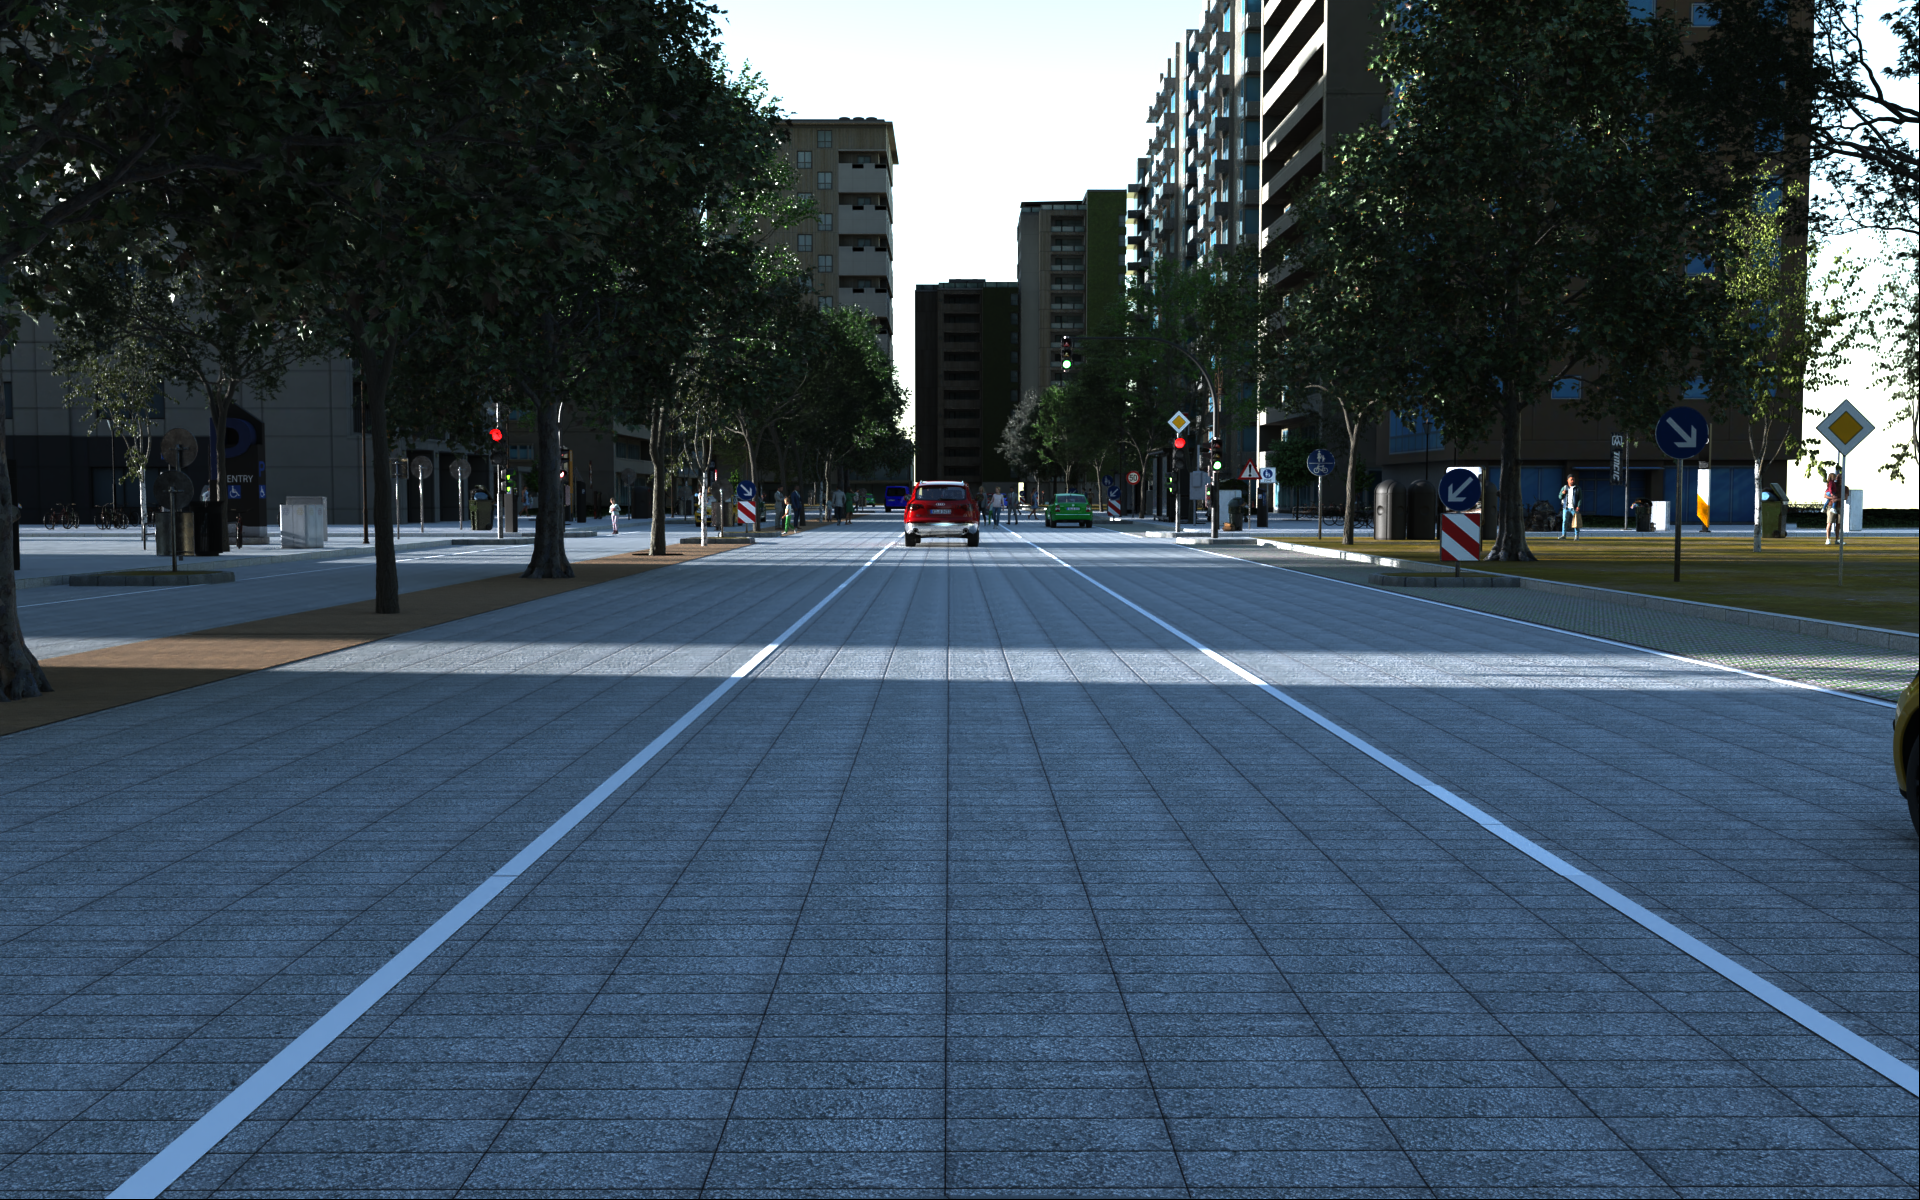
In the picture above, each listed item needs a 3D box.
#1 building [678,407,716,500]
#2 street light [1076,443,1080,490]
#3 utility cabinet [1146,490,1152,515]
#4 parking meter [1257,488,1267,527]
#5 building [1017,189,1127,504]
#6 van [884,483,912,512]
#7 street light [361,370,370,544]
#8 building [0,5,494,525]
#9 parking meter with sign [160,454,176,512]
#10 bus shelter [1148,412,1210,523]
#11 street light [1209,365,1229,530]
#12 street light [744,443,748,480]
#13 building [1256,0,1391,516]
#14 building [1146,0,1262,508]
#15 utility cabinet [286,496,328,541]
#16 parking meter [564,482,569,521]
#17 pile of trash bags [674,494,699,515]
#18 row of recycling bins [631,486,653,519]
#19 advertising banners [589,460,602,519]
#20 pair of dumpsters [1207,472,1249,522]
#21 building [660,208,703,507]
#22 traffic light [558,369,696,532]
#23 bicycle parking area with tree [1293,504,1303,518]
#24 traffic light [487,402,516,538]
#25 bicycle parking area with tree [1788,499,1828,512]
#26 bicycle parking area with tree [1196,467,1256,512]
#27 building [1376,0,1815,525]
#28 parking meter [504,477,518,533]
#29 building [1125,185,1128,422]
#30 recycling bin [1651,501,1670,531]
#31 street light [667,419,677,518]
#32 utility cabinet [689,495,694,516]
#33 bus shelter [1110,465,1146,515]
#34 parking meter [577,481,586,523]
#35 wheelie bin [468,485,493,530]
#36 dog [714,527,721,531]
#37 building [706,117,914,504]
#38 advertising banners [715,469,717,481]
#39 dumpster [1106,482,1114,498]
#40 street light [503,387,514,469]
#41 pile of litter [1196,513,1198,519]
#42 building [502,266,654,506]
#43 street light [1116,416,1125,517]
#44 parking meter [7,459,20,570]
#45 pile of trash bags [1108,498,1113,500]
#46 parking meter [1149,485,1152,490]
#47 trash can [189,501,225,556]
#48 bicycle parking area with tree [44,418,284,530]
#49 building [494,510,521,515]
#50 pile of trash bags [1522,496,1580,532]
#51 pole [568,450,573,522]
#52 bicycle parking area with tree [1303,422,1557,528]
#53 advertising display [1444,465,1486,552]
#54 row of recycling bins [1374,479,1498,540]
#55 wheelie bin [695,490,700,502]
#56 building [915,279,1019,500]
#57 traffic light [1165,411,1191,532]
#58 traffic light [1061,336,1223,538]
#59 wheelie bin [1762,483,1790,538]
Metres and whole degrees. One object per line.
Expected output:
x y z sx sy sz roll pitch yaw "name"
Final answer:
-48.665 -24.240 241.366 28.899 21.520 27.650 0 4 0 "building"
8.964 -9.773 132.574 0.468 5.910 1.993 0 4 0 "street light"
11.900 -5.899 105.132 1.173 1.500 0.318 1 4 17 "utility cabinet"
11.732 -3.601 67.291 0.372 1.533 0.369 0 3 0 "parking meter"
14.921 -33.703 234.644 14.086 41.232 14.154 0 4 0 "building"
-4.905 -8.142 137.503 2.240 2.365 5.245 0 4 1 "van"
-15.378 -4.396 44.665 0.468 5.910 1.993 0 4 0 "street light"
-33.720 -39.301 80.826 20.563 71.187 20.611 0 4 0 "building"
-27.682 -3.936 60.609 0.543 3.016 1.738 -2 4 -28 "parking meter with sign"
10.171 -6.394 82.178 2.179 5.291 8.768 0 4 0 "bus shelter"
9.291 -5.473 62.277 0.468 5.910 1.993 0 4 0 "street light"
-15.860 -9.566 129.187 0.468 5.910 1.993 0 4 0 "street light"
31.292 -29.646 108.421 21.300 48.544 21.600 0 4 0 "building"
31.459 -34.441 182.725 23.786 49.044 30.456 0 4 0 "building"
-17.704 -2.190 46.968 1.020 1.237 0.306 0 4 6 "utility cabinet"
-18.646 -4.647 81.688 0.255 1.863 0.399 1 4 20 "parking meter"
-16.310 -5.914 106.448 1.912 1.369 3.447 -2 4 -29 "pile of trash bags"
-16.848 -5.174 91.701 1.069 1.692 3.534 0 4 -4 "row of recycling bins"
-18.758 -5.682 89.083 0.090 3.025 2.074 -2 4 -28 "advertising banners"
12.406 -4.761 80.342 1.574 2.255 4.437 0 4 0 "pair of dumpsters"
-39.660 -29.959 181.706 23.993 40.220 32.217 0 4 0 "building"
-11.251 -5.103 58.103 4.771 5.953 1.251 0 4 0 "traffic light"
22.106 -6.407 91.755 8.231 4.147 9.016 -2 4 -32 "bicycle parking area with tree"
-13.294 -3.740 50.070 0.839 4.253 0.868 0 4 0 "traffic light"
53.606 -7.861 115.521 9.016 4.147 8.231 1 4 17 "bicycle parking area with tree"
19.876 -8.535 126.548 8.231 4.147 9.016 1 4 22 "bicycle parking area with tree"
27.518 -26.107 76.965 14.200 45.320 14.600 0 4 0 "building"
-14.990 -3.189 57.858 0.399 1.863 0.255 1 4 23 "parking meter"
37.812 -37.881 238.967 30.456 49.044 23.786 0 4 0 "building"
24.462 -2.946 60.721 0.722 1.027 0.722 2 4 30 "recycling bin"
-15.699 -7.440 94.426 0.468 5.910 1.993 0 4 0 "street light"
-16.126 -5.671 103.883 0.306 1.237 1.020 0 4 -7 "utility cabinet"
10.818 -7.126 110.427 2.014 3.302 5.546 0 4 0 "bus shelter"
-16.980 -4.403 77.695 0.255 1.863 0.399 2 4 27 "parking meter"
-16.975 -3.267 61.323 0.693 1.594 0.980 -3 5 -44 "wheelie bin"
-9.392 -3.130 68.017 0.513 0.831 0.800 3 5 43 "dog"
-20.477 -39.914 241.838 27.495 52.752 28.713 0 4 0 "building"
-17.622 -7.791 123.573 0.090 3.025 2.074 -1 4 -23 "advertising banners"
11.924 -7.888 131.459 1.502 2.255 1.985 0 4 0 "dumpster"
-15.386 -5.269 58.937 0.468 5.910 1.993 0 4 0 "street light"
11.424 -4.560 88.518 1.719 0.858 1.176 0 4 -6 "pile of litter"
-37.506 -31.773 143.196 21.300 48.544 21.600 0 4 0 "building"
9.016 -7.608 97.175 0.468 5.910 1.993 0 4 0 "street light"
-16.051 -1.436 29.185 0.255 1.863 0.399 -3 5 -43 "parking meter"
11.508 -7.000 124.198 1.912 1.369 3.447 0 4 4 "pile of trash bags"
12.524 -6.567 113.083 0.255 1.863 0.399 -1 4 -14 "parking meter"
-15.578 -1.477 35.800 0.748 1.137 0.748 0 3 0 "trash can"
-29.453 -4.827 65.920 8.231 4.147 9.016 1 4 11 "bicycle parking area with tree"
-43.609 -25.693 111.958 32.217 40.220 23.993 0 4 0 "building"
19.381 -3.040 59.451 3.447 1.369 1.912 -1 4 -15 "pile of trash bags"
-18.115 -5.306 80.601 0.158 3.312 0.155 0 3 0 "pole"
18.331 -4.874 66.689 9.016 4.147 8.231 1 4 17 "bicycle parking area with tree"
11.329 -2.061 38.914 0.123 1.923 0.974 -3 5 -44 "advertising display"
13.444 -2.551 48.825 3.534 1.692 1.069 -1 4 -8 "row of recycling bins"
-19.074 -7.293 127.147 0.693 1.594 0.980 1 4 12 "wheelie bin"
0.820 -28.380 235.716 14.107 30.474 14.160 0 4 0 "building"
7.319 -4.237 58.196 0.839 4.253 0.868 0 4 0 "traffic light"
5.276 -4.611 50.057 4.771 5.953 1.251 0 4 0 "traffic light"
23.712 -2.605 50.493 0.693 1.594 0.980 3 5 42 "wheelie bin"
